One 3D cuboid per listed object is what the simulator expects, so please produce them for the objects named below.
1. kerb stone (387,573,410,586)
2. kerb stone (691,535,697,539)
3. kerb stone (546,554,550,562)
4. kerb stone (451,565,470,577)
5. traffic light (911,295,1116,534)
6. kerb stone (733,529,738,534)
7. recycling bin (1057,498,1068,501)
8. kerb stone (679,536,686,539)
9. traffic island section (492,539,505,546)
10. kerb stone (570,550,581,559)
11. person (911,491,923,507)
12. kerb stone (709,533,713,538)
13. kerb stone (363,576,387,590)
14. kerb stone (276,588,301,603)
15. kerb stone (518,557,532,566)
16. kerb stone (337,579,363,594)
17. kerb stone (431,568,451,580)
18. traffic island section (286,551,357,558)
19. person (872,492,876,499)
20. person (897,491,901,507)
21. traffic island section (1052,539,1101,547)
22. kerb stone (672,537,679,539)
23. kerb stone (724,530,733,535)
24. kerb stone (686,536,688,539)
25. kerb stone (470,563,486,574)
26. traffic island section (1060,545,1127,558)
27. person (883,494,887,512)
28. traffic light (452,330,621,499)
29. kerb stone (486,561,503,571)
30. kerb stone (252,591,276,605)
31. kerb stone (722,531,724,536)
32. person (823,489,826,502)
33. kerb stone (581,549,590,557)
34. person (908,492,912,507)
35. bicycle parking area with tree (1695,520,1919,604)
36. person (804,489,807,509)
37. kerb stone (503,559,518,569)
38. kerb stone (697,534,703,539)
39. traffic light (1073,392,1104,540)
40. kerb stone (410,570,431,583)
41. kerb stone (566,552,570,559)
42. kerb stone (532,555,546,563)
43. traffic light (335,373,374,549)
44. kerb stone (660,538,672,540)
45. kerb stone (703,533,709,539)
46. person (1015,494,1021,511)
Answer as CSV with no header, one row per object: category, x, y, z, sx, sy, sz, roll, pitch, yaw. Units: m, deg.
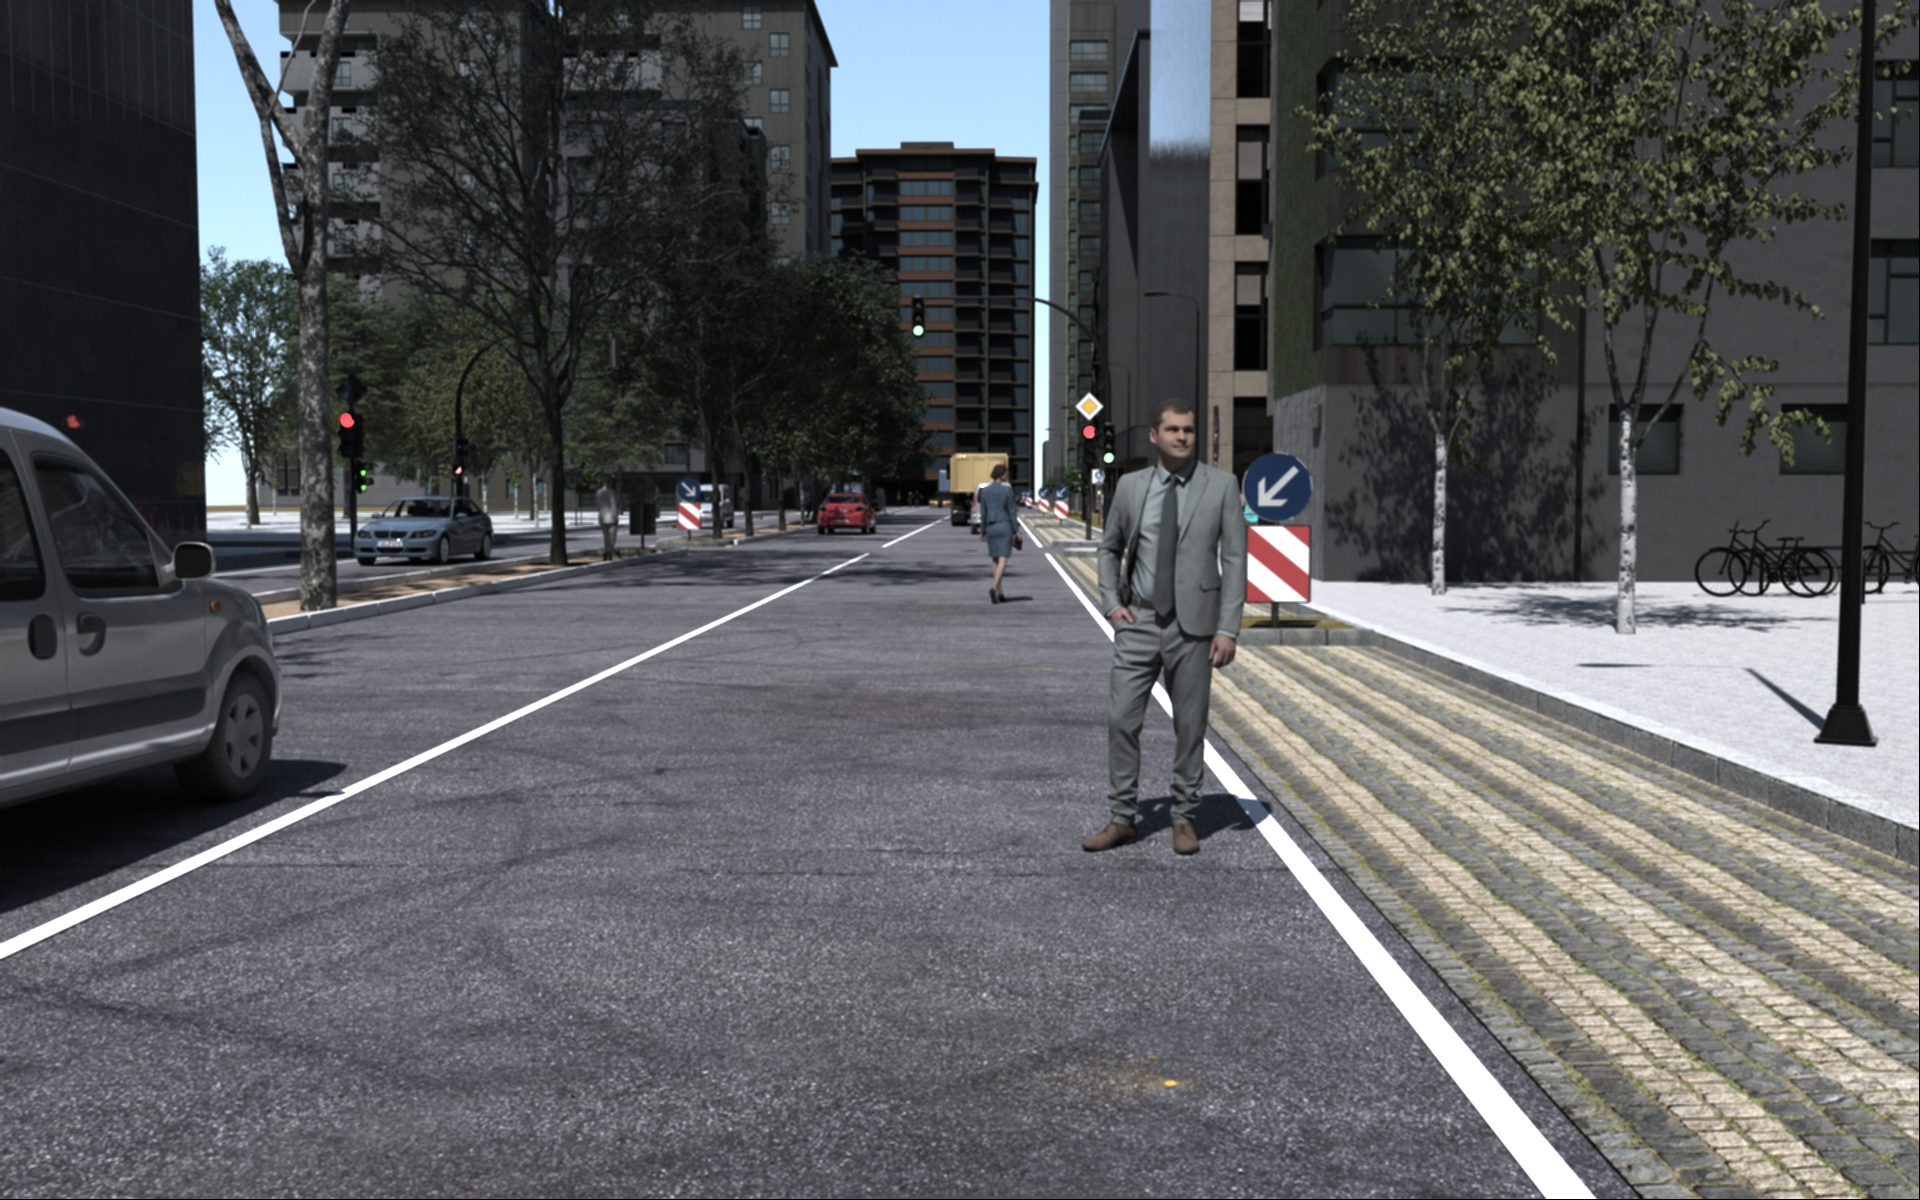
kerb stone,-8.899,-0.304,27.164,0.120,0.150,1.000,0,4,1
kerb stone,-8.316,-1.905,53.353,0.120,0.150,1.000,0,4,1
kerb stone,-8.689,-0.867,36.391,0.120,0.150,1.000,0,4,1
kerb stone,-8.819,-0.492,30.236,0.120,0.150,1.000,0,4,1
traffic light,1.274,-3.980,39.749,4.771,5.953,1.251,0,4,1
kerb stone,-8.130,-2.407,61.557,0.120,0.150,1.000,0,4,1
recycling bin,6.672,-6.120,112.608,0.722,1.027,0.722,0,4,1
kerb stone,-8.353,-1.779,51.294,0.120,0.150,1.000,0,4,1
traffic island section,-13.954,-1.593,48.329,2.009,0.180,2.903,0,4,1
kerb stone,-8.643,-0.994,38.440,0.120,0.150,1.000,0,4,1
person,-4.613,-10.862,186.098,1.348,1.822,0.705,1,4,18
kerb stone,-8.249,-2.086,56.428,0.120,0.150,1.000,0,4,1
kerb stone,-8.915,-0.241,26.135,0.120,0.150,1.000,0,4,1
kerb stone,-8.987,-0.052,23.051,0.120,0.150,1.000,0,4,1
kerb stone,-8.732,-0.743,34.345,0.120,0.150,1.000,0,4,1
kerb stone,-8.937,-0.178,25.105,0.120,0.150,1.000,0,4,1
kerb stone,-8.845,-0.429,29.214,0.120,0.150,1.000,0,4,1
traffic island section,-14.130,-1.105,40.346,2.009,0.180,2.903,0,4,1
person,-9.851,-11.536,198.026,0.541,1.710,0.530,-1,4,-8
person,-6.571,-10.918,187.110,0.705,1.812,1.348,0,4,3
traffic island section,3.583,-1.569,47.940,2.009,0.180,2.903,0,4,1
kerb stone,-8.381,-1.717,50.269,0.120,0.150,1.000,0,4,1
kerb stone,-8.157,-2.345,60.533,0.120,0.150,1.000,0,4,1
kerb stone,-8.341,-1.839,52.325,0.120,0.150,1.000,0,4,1
kerb stone,-8.802,-0.549,31.258,0.120,0.150,1.000,0,4,1
traffic island section,3.407,-1.081,39.957,2.009,0.180,2.903,0,4,1
person,-5.792,-7.296,131.008,0.599,1.433,0.991,2,4,32
traffic light,-11.821,-4.496,48.183,4.771,5.953,1.251,0,4,1
kerb stone,-8.778,-0.617,32.286,0.120,0.150,1.000,0,4,1
kerb stone,-9.000,0.015,22.029,0.120,0.150,1.000,0,4,1
kerb stone,-8.199,-2.218,58.480,0.120,0.150,1.000,0,4,1
person,-13.473,-10.185,172.595,1.348,1.821,0.705,2,4,31
kerb stone,-8.620,-1.052,39.462,0.120,0.150,1.000,0,4,1
person,-5.446,-11.036,189.734,0.445,1.727,0.742,1,4,12
bicycle parking area with tree,13.702,-1.961,19.065,9.016,4.147,8.231,0,4,1
person,-13.556,-8.991,153.576,0.750,1.759,0.617,3,4,37
kerb stone,-8.757,-0.680,33.318,0.120,0.150,1.000,0,4,1
kerb stone,-8.288,-1.969,54.384,0.120,0.150,1.000,0,4,1
traffic light,3.543,-3.603,47.827,0.839,4.253,0.868,0,4,1
kerb stone,-8.872,-0.362,28.186,0.120,0.150,1.000,0,4,1
kerb stone,-8.663,-0.928,37.413,0.120,0.150,1.000,0,4,1
kerb stone,-8.707,-0.806,35.369,0.120,0.150,1.000,0,4,1
traffic light,-14.090,-3.137,40.211,0.839,4.253,0.868,0,4,1
kerb stone,-8.401,-1.655,49.247,0.120,0.150,1.000,0,4,1
kerb stone,-8.269,-2.031,55.406,0.120,0.150,1.000,0,4,1
person,4.751,-7.979,142.184,0.421,1.427,0.697,-1,4,-13
